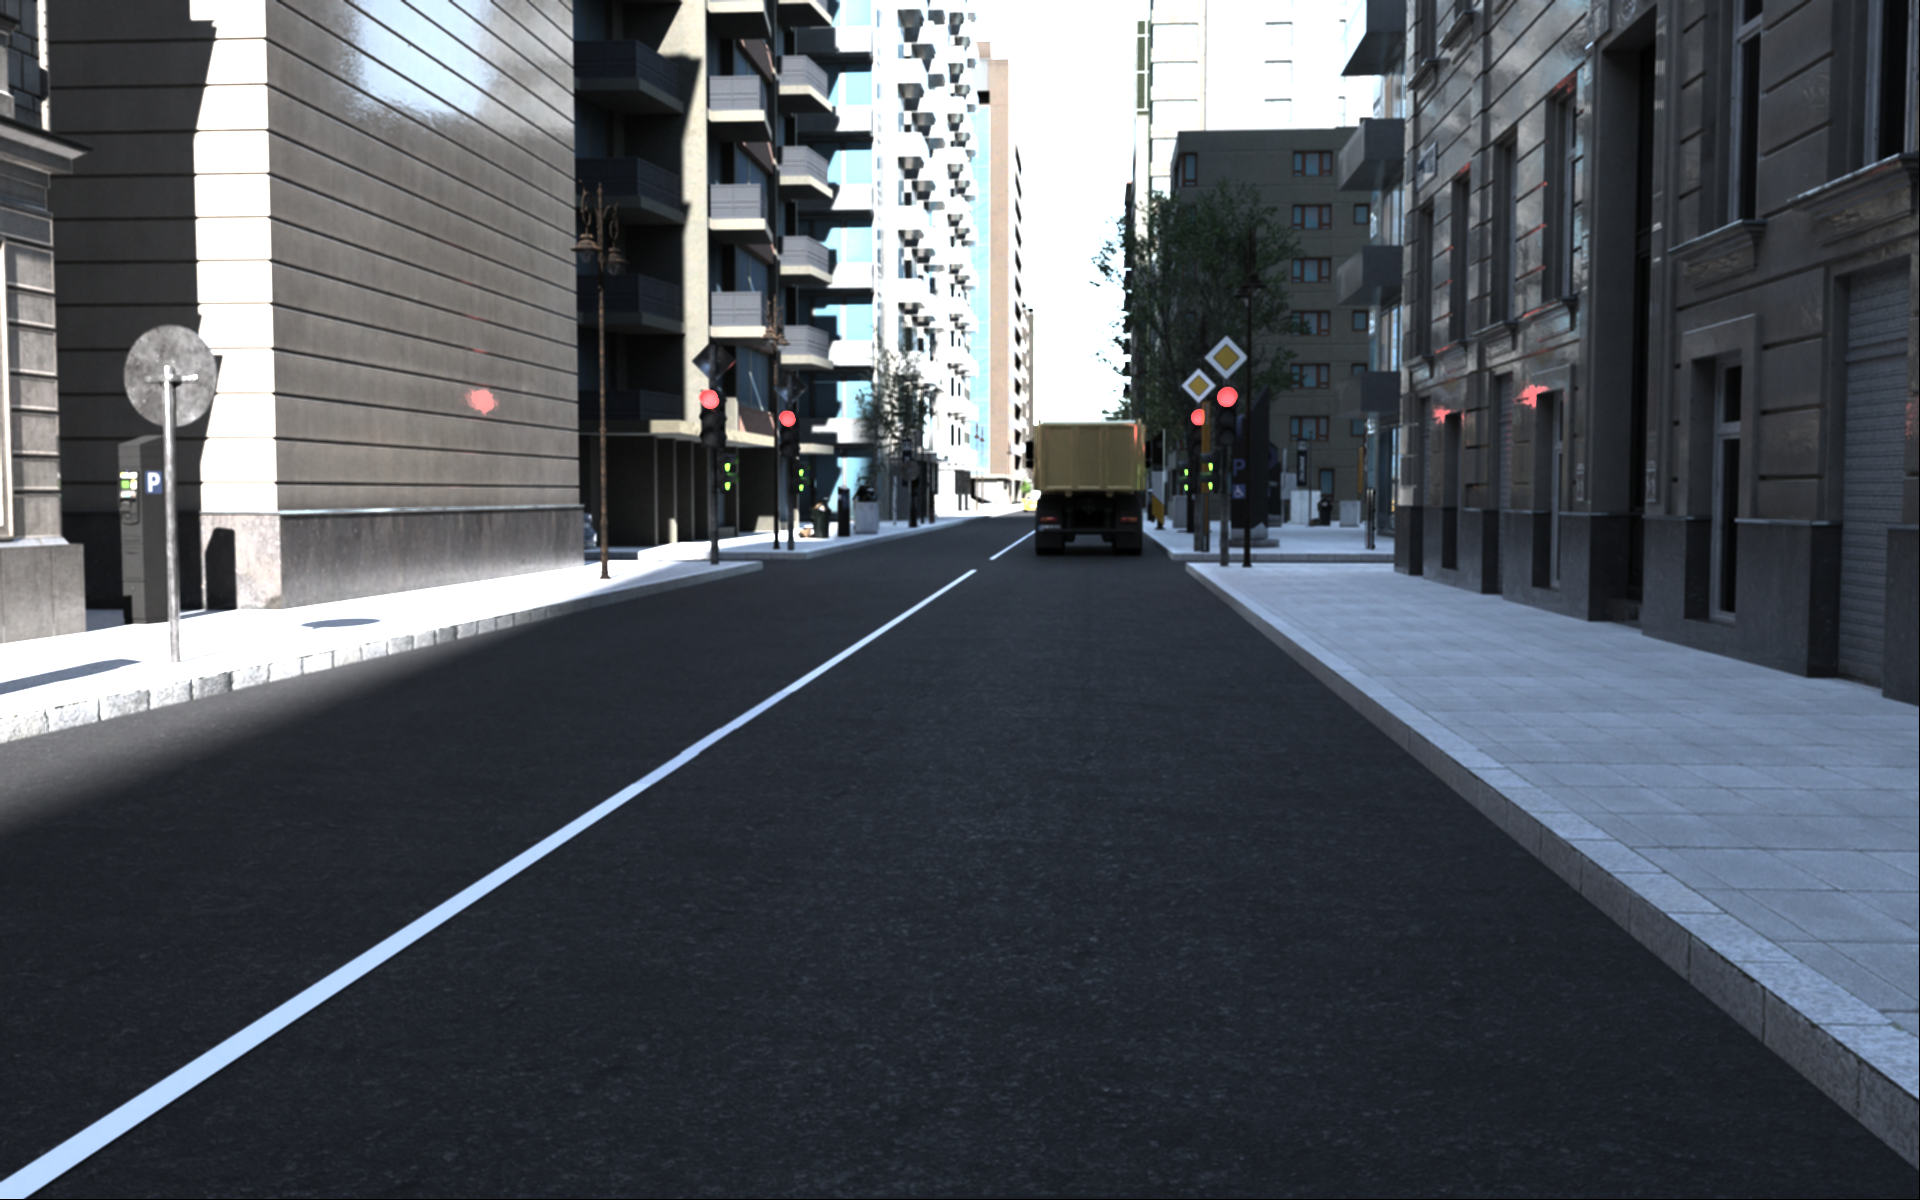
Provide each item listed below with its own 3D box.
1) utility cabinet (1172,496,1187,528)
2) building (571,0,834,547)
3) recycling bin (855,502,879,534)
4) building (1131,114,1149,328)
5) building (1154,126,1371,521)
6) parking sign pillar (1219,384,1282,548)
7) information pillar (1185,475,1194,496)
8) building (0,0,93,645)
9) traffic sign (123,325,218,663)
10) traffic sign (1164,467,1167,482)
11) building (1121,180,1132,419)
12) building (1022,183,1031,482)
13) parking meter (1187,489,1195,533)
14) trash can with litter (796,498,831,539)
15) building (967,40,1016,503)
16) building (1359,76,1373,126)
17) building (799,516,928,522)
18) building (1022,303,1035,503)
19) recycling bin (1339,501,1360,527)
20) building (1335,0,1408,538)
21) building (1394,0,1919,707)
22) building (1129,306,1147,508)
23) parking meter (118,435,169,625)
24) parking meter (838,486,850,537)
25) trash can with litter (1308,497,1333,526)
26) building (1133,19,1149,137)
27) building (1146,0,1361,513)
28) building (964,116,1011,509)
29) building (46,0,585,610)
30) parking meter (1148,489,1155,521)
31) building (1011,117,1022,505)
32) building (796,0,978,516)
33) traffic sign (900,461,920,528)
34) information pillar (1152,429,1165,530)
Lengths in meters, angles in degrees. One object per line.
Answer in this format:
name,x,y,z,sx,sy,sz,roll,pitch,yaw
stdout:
utility cabinet,8.490,-3.292,64.980,1.020,1.237,0.306,-1,4,-22
building,-16.092,-24.440,54.215,22.147,44.769,28.867,0,4,4
recycling bin,-2.995,-2.644,55.776,0.722,1.027,0.722,0,4,4
building,31.778,-35.933,211.214,21.300,48.544,21.600,0,4,4
building,25.248,-15.356,96.102,27.650,21.520,28.899,0,4,4
parking sign pillar,7.030,-3.271,41.959,1.447,3.967,1.447,2,4,34
information pillar,8.790,-3.765,66.055,0.304,2.012,0.304,-2,4,-23
building,-13.451,-8.692,6.738,10.561,19.102,19.286,0,4,4
traffic sign,-5.958,-0.793,13.072,0.768,2.556,0.104,1,4,8
traffic sign,7.306,-3.752,63.477,0.606,2.300,0.079,1,4,13
building,33.268,-35.587,236.475,22.147,44.769,28.867,0,4,4
building,-2.486,-37.690,235.835,23.786,49.044,30.456,0,4,4
parking meter,7.677,-2.981,57.152,0.372,1.533,0.369,0,3,0
trash can with litter,-4.251,-2.367,50.092,1.055,1.170,0.624,2,4,25
building,-1.599,-32.166,176.026,14.600,45.320,14.200,0,4,4
building,29.682,-33.895,143.430,28.713,52.752,27.495,0,4,4
building,-12.326,-28.862,91.498,23.786,49.044,30.456,0,4,4
building,3.913,-29.780,258.596,14.160,30.474,14.107,0,4,4
recycling bin,15.184,-3.356,67.432,0.722,1.027,0.722,1,4,19
building,26.749,-26.370,50.765,30.456,49.044,23.786,0,4,4
building,11.876,-13.336,15.310,12.463,27.353,25.104,0,4,4
building,31.095,-20.046,172.783,27.650,21.520,28.899,0,4,4
parking meter,-8.056,-0.695,17.082,0.255,1.863,0.399,1,4,17
parking meter,-3.513,-2.687,52.348,0.372,1.533,0.369,0,3,0
trash can with litter,14.499,-3.574,69.827,0.624,1.170,1.055,-3,4,-38
building,34.149,-50.282,260.366,20.563,71.187,20.611,0,4,4
building,20.351,-26.881,123.098,14.154,41.232,14.086,0,4,4
building,-11.757,-28.499,157.838,32.217,40.220,23.993,0,4,4
building,-19.119,-13.925,24.941,25.104,27.353,12.463,0,4,4
parking meter,9.246,-4.600,83.616,0.372,1.533,0.369,0,3,0
building,-3.543,-35.852,209.876,21.300,48.544,21.600,0,4,4
building,-10.228,-31.229,130.200,23.786,49.044,30.456,0,4,4
traffic sign,-1.927,-4.040,66.162,0.768,2.556,0.104,1,4,9
information pillar,7.170,-4.355,62.557,0.504,3.616,0.183,3,5,40
